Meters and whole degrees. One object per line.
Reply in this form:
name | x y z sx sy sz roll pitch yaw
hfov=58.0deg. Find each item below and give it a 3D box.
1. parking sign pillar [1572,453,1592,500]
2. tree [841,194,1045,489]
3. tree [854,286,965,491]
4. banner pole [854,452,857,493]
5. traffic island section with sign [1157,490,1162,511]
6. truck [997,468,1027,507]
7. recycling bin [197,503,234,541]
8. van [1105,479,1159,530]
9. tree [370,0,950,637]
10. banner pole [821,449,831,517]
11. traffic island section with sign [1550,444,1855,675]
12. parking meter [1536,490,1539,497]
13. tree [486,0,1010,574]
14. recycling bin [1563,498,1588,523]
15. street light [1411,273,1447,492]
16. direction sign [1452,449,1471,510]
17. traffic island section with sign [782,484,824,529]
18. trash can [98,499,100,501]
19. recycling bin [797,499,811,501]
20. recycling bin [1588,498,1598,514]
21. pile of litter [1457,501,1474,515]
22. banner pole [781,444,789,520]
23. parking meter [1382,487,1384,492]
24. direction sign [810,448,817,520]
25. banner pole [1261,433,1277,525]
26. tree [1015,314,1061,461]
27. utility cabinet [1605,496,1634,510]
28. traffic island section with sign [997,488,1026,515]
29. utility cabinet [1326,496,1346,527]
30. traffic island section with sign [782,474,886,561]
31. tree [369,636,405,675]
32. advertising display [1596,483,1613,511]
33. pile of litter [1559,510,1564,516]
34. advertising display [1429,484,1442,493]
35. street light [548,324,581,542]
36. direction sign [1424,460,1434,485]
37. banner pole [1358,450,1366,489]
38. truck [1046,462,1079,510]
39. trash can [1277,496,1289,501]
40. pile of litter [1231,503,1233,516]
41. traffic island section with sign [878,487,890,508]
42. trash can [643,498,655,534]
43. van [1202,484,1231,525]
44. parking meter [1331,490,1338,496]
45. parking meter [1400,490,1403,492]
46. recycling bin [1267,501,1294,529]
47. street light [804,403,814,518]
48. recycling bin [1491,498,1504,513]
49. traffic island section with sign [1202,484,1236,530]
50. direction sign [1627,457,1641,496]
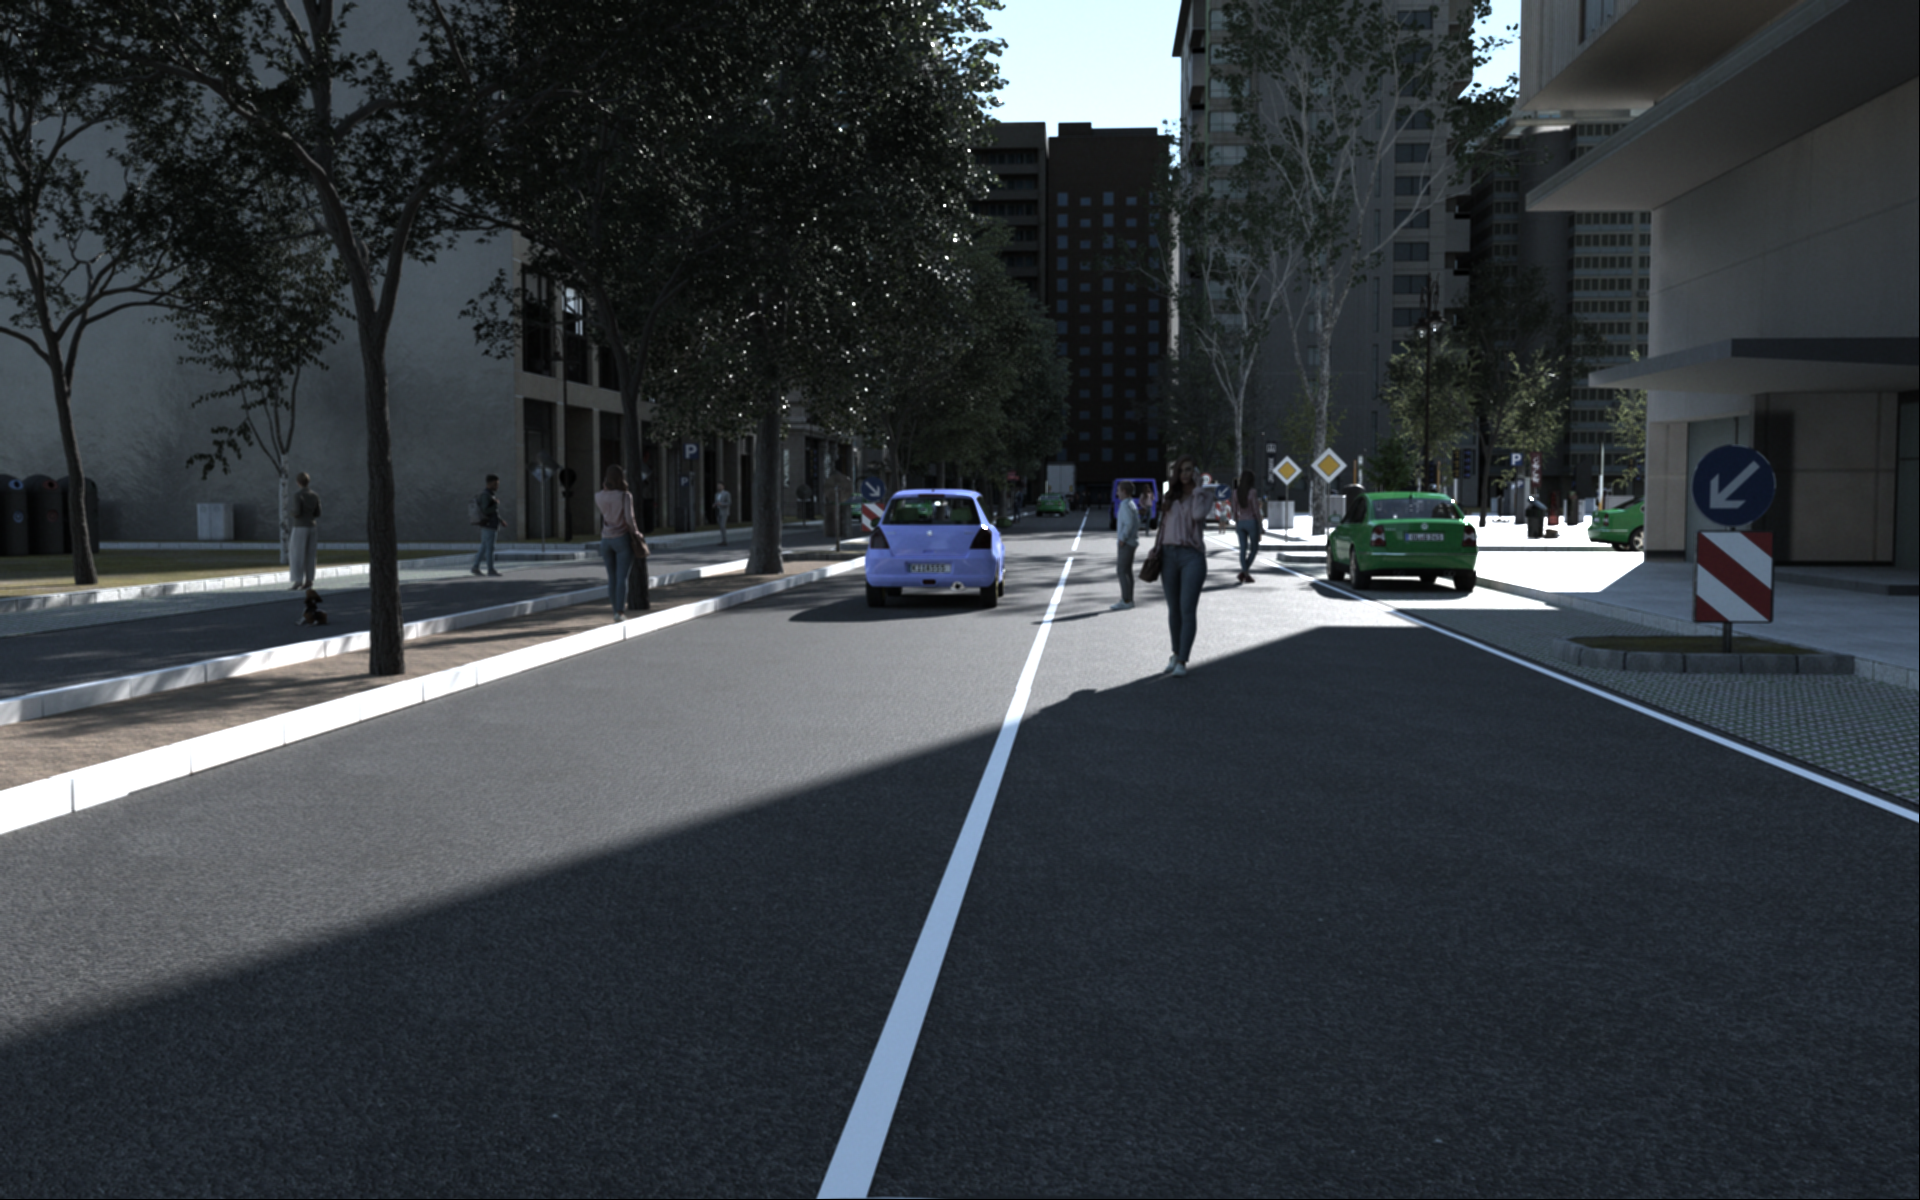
parking sign pillar | 41.254 -7.734 114.925 1.447 3.967 1.447 -1 4 -20
tree | -0.796 -8.729 63.298 7.486 12.596 7.792 0 3 0
tree | -1.827 -6.273 55.391 4.360 8.622 3.978 0 3 0
banner pole | -6.234 -6.969 103.953 0.401 3.779 0.863 -1 4 -12
traffic island section with sign | 16.323 -8.425 146.369 1.989 1.847 2.006 0 4 4
truck | 5.740 -12.218 188.670 2.839 4.237 11.283 0 4 5
recycling bin | -20.377 -2.132 47.417 0.722 1.027 0.722 0 4 -2
van | 7.105 -4.080 71.087 2.240 2.365 5.245 0 4 4
tree | -3.917 -5.171 21.419 8.767 10.594 7.601 0 4 4
banner pole | -7.440 -6.478 95.930 0.863 3.779 0.401 3 5 40
traffic island section with sign | 6.144 -0.369 14.657 1.989 1.847 2.006 0 4 4
parking meter | 34.179 -5.782 102.951 0.372 1.533 0.369 0 3 0
tree | -3.506 -7.442 30.788 9.857 13.997 8.962 0 3 0
recycling bin | 27.479 -3.972 77.491 0.722 1.027 0.722 0 4 -1
street light | 9.803 -3.886 36.326 0.468 5.910 1.993 0 4 4
direction sign | 25.056 -5.785 86.574 0.876 3.537 0.379 1 4 21
traffic island section with sign | -6.385 -3.799 70.741 1.989 1.847 2.006 0 4 4
trash can | -24.106 -2.208 47.748 0.748 1.137 0.748 0 3 0
recycling bin | -8.088 -4.780 90.714 0.722 1.027 0.722 -1 4 -20
recycling bin | 41.410 -6.166 113.360 0.722 1.027 0.722 -2 4 -34
pile of litter | 30.708 -5.601 105.541 1.719 0.858 1.176 -2 4 -31
banner pole | -8.655 -5.841 85.521 0.401 3.779 0.863 -3 4 -37
parking meter | 26.827 -6.355 109.620 0.399 1.863 0.255 0 4 6
direction sign | -7.186 -5.670 84.698 0.379 3.537 0.876 1 4 15
banner pole | 12.664 -4.976 71.371 0.863 3.779 0.401 -1 4 -10
tree | -1.709 -6.846 48.802 8.767 10.594 7.601 0 4 4
utility cabinet | 25.484 -3.413 66.963 1.020 1.237 0.306 0 4 1
traffic island section with sign | 3.585 -6.861 120.314 2.006 1.907 1.989 0 4 4
utility cabinet | 14.374 -3.412 66.947 1.020 1.237 0.306 3 4 36
traffic island section with sign | -2.775 -1.827 38.013 2.006 1.907 1.989 0 4 4
tree | -4.488 -4.702 13.753 8.767 10.594 7.601 0 4 4
advertising display | 36.996 -5.766 99.483 0.123 1.923 0.974 -3 5 -41
pile of litter | 35.668 -5.391 102.113 1.719 0.858 1.176 0 4 7
advertising display | 30.131 -6.399 109.843 0.974 1.923 0.123 -1 4 -22
street light | -10.585 -4.508 46.498 0.468 5.910 1.993 0 4 4
direction sign | 31.570 -7.629 116.723 0.379 3.537 0.876 -2 4 -29
banner pole | 22.716 -6.597 97.883 0.863 3.779 0.401 -3 5 -42
truck | 9.356 -10.345 158.059 2.839 4.237 11.283 0 4 5
trash can | 20.512 -6.017 110.039 0.748 1.137 0.748 0 3 0
pile of litter | 16.252 -5.453 103.127 1.719 0.858 1.176 -3 5 -41
traffic island section with sign | -4.291 -5.455 97.813 1.989 1.847 2.006 0 4 4
trash can | -10.248 -2.724 56.186 0.748 1.137 0.748 0 3 0
van | 10.407 -4.023 72.790 2.013 2.044 4.112 0 4 5
parking meter | 22.484 -5.847 104.007 0.372 1.533 0.369 0 3 0
parking meter | 28.137 -6.263 110.818 0.372 1.533 0.369 0 3 0
recycling bin | 11.795 -3.126 63.659 0.722 1.027 0.722 -3 5 -41
street light | -7.435 -6.962 86.610 0.468 5.910 1.993 0 4 4
recycling bin | 36.151 -6.346 116.311 0.722 1.027 0.722 -3 5 -41
traffic island section with sign | 10.383 -3.719 69.441 1.989 1.847 2.006 0 4 4
direction sign | 41.399 -6.998 106.420 0.876 3.537 0.379 -1 4 -13
